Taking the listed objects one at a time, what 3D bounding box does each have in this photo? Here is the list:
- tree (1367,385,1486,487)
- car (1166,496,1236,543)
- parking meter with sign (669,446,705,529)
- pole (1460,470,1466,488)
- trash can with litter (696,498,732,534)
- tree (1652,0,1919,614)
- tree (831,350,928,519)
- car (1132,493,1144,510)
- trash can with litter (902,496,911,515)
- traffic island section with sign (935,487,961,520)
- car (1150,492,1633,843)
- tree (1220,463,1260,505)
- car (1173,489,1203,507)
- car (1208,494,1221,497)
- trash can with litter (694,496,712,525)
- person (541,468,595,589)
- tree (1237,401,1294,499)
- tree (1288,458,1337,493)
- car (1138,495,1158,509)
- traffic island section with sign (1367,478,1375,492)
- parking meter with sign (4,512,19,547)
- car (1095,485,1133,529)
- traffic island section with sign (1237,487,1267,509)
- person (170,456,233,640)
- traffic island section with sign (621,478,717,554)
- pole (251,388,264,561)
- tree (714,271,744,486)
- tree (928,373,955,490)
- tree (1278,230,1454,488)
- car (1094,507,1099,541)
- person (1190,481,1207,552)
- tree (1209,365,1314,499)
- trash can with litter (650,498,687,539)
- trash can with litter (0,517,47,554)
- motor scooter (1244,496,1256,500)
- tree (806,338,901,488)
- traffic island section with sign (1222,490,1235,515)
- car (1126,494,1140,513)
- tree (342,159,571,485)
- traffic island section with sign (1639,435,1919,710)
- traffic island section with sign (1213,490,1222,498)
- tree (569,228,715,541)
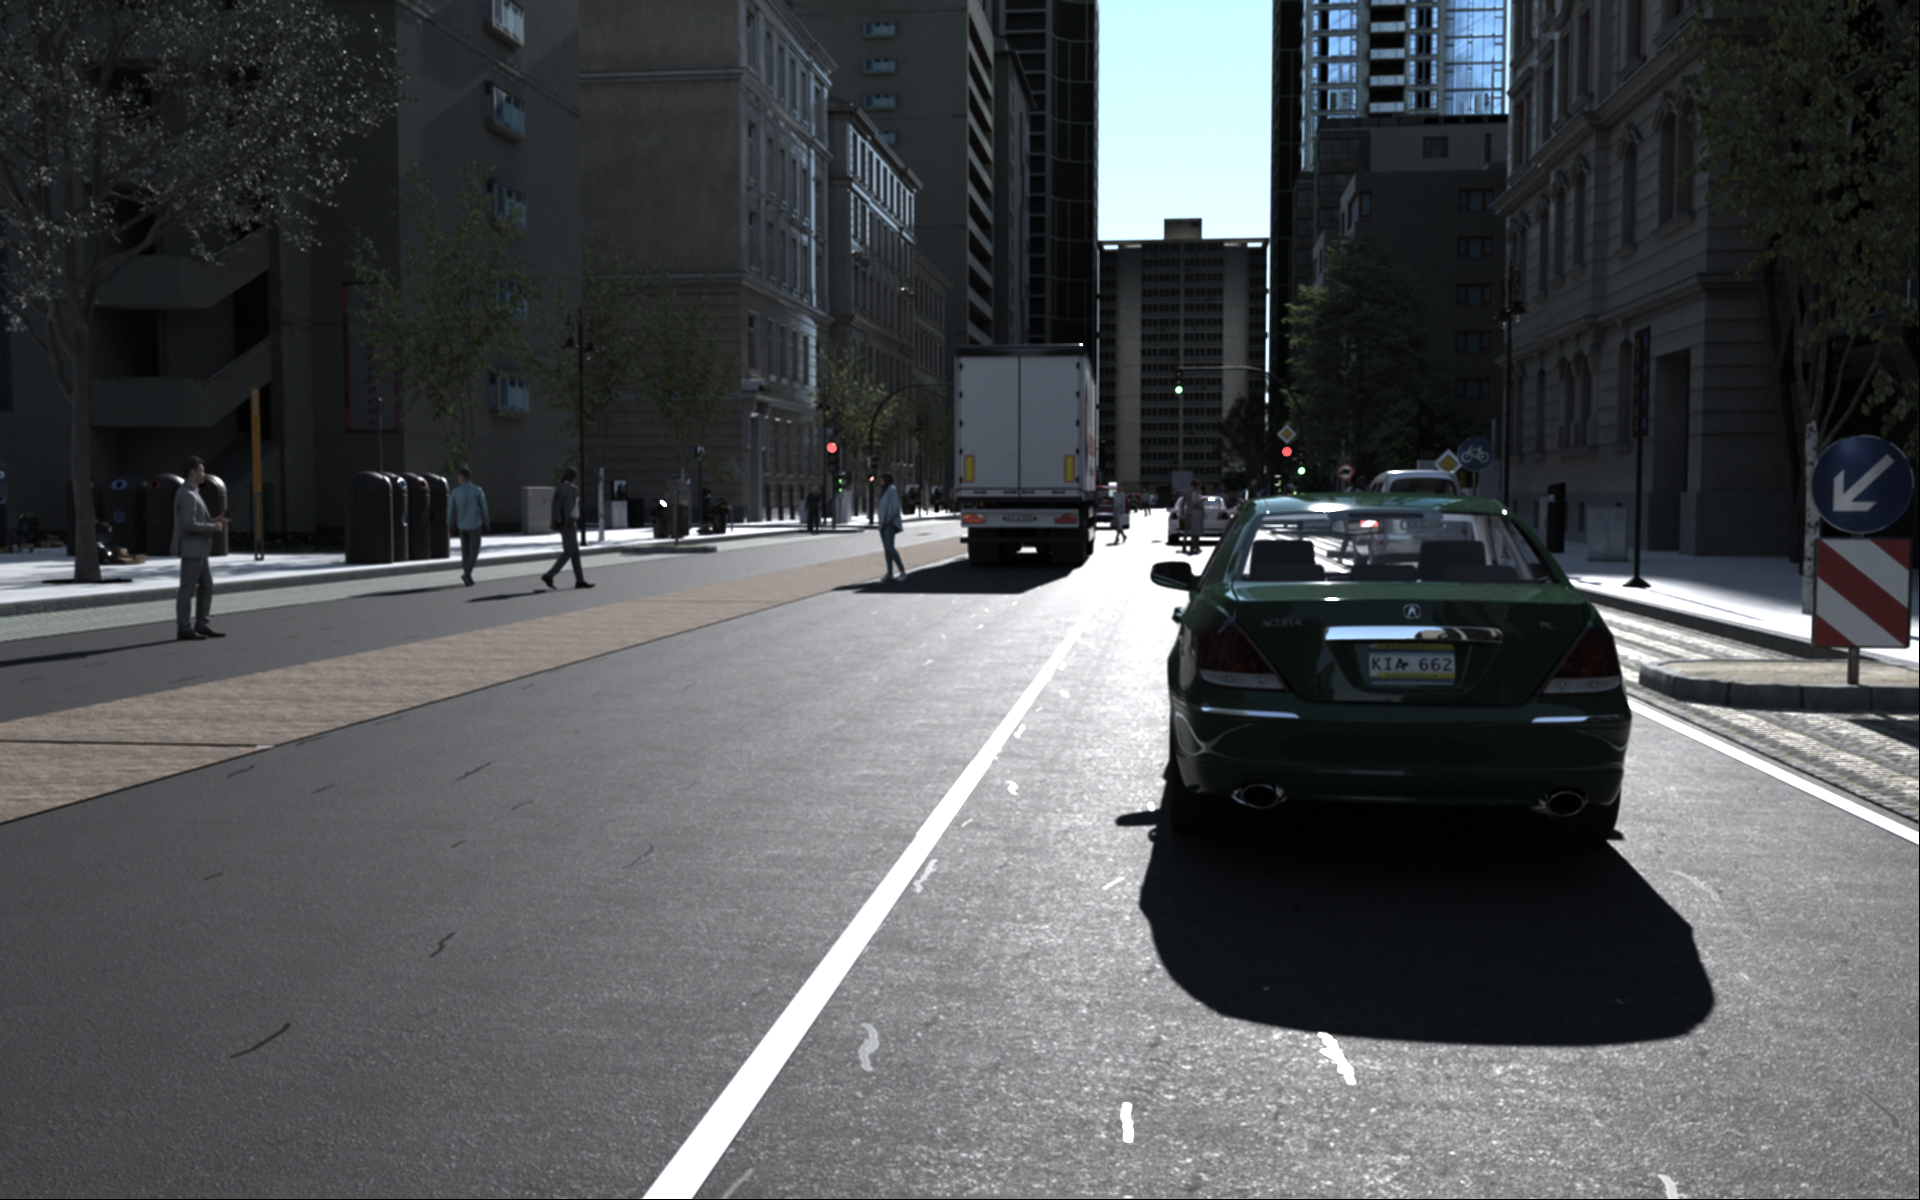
[{"bbox_3d":[13.965,-4.180,52.055,4.285,4.588,4.351,0,3,0],"label":"tree"},{"bbox_3d":[7.169,-2.403,51.651,2.083,1.381,4.827,1,4,9],"label":"car"},{"bbox_3d":[-10.172,-4.087,63.086,1.738,3.016,0.543,2,4,24],"label":"parking meter with sign"},{"bbox_3d":[16.409,-3.834,56.524,0.158,3.312,0.155,0,3,0],"label":"pole"},{"bbox_3d":[-7.869,-2.686,55.297,1.055,1.170,0.624,-3,5,-41],"label":"trash can with litter"},{"bbox_3d":[9.166,-4.142,18.088,4.737,8.622,4.395,0,3,0],"label":"tree"},{"bbox_3d":[-4.468,-8.443,88.403,4.737,8.622,4.395,0,3,0],"label":"tree"},{"bbox_3d":[16.079,-9.239,160.091,2.155,1.783,4.494,0,4,7],"label":"car"},{"bbox_3d":[-3.268,-5.859,107.182,0.624,1.170,1.055,-1,4,-10],"label":"trash can with litter"},{"bbox_3d":[-0.281,-5.387,96.708,1.989,1.847,2.006,0,4,7],"label":"traffic island section with sign"},{"bbox_3d":[1.996,0.193,8.638,2.131,1.459,4.920,1,4,8],"label":"car"},{"bbox_3d":[32.338,-13.487,204.227,4.285,4.588,4.351,0,3,0],"label":"tree"},{"bbox_3d":[17.585,-7.648,133.711,2.281,1.827,5.304,1,4,8],"label":"car"},{"bbox_3d":[27.592,-10.937,187.610,1.959,1.807,4.718,1,4,8],"label":"car"},{"bbox_3d":[-10.811,-3.814,73.421,1.678,1.210,2.233,0,4,-8],"label":"trash can with litter"},{"bbox_3d":[-5.927,-1.077,26.207,0.850,1.850,0.679,-2,4,-28],"label":"person"},{"bbox_3d":[24.373,-11.372,136.286,4.737,8.622,4.395,0,3,0],"label":"tree"},{"bbox_3d":[16.918,-5.400,82.888,1.663,3.219,1.824,0,3,0],"label":"tree"},{"bbox_3d":[18.722,-9.819,172.901,2.083,1.381,4.827,0,4,8],"label":"car"},{"bbox_3d":[9.340,-1.865,39.127,1.989,1.847,2.006,0,4,7],"label":"traffic island section with sign"},{"bbox_3d":[-23.703,-2.821,42.392,1.738,3.016,0.543,2,4,31],"label":"parking meter with sign"},{"bbox_3d":[6.211,-3.974,73.648,2.281,1.827,5.304,0,4,5],"label":"car"},{"bbox_3d":[16.204,-5.240,94.294,1.989,1.847,2.006,0,4,7],"label":"traffic island section with sign"},{"bbox_3d":[-7.480,-0.514,17.104,0.583,1.804,0.606,-2,4,-28],"label":"person"},{"bbox_3d":[-7.048,-2.066,42.410,1.989,1.847,2.006,0,4,7],"label":"traffic island section with sign"},{"bbox_3d":[-13.565,-2.421,33.422,0.158,3.312,0.155,0,3,0],"label":"pole"},{"bbox_3d":[-8.453,-6.271,52.897,4.737,8.622,4.395,0,3,0],"label":"tree"},{"bbox_3d":[-1.739,-9.369,103.551,4.737,8.622,4.395,0,3,0],"label":"tree"},{"bbox_3d":[17.519,-9.594,74.985,7.486,12.596,7.792,0,3,0],"label":"tree"},{"bbox_3d":[2.976,-2.372,50.579,2.131,1.459,4.920,0,4,7],"label":"car"},{"bbox_3d":[6.006,-2.091,43.251,0.524,1.755,0.480,2,4,30],"label":"person"},{"bbox_3d":[22.632,-11.753,126.568,8.767,10.594,7.601,1,4,16],"label":"tree"},{"bbox_3d":[-8.371,-2.355,49.892,1.055,1.170,0.624,1,4,18],"label":"trash can with litter"},{"bbox_3d":[-20.918,-1.653,38.086,1.678,1.210,2.233,-1,4,-21],"label":"trash can with litter"},{"bbox_3d":[18.788,-6.062,111.889,0.815,1.314,1.986,0,4,7],"label":"motor scooter"},{"bbox_3d":[-5.222,-8.037,81.767,4.360,8.622,3.978,0,3,0],"label":"tree"},{"bbox_3d":[19.535,-6.876,121.043,1.989,1.847,2.006,0,4,7],"label":"traffic island section with sign"},{"bbox_3d":[12.903,-7.509,134.564,2.131,1.459,4.920,0,4,6],"label":"car"},{"bbox_3d":[-10.979,-5.319,37.333,4.737,8.622,4.395,0,3,0],"label":"tree"},{"bbox_3d":[6.020,-0.229,12.376,1.989,1.847,2.006,0,4,7],"label":"traffic island section with sign"},{"bbox_3d":[29.146,-11.592,198.153,1.989,1.847,2.006,0,4,7],"label":"traffic island section with sign"},{"bbox_3d":[-10.115,-5.950,47.647,4.737,8.622,4.395,0,3,0],"label":"tree"}]
